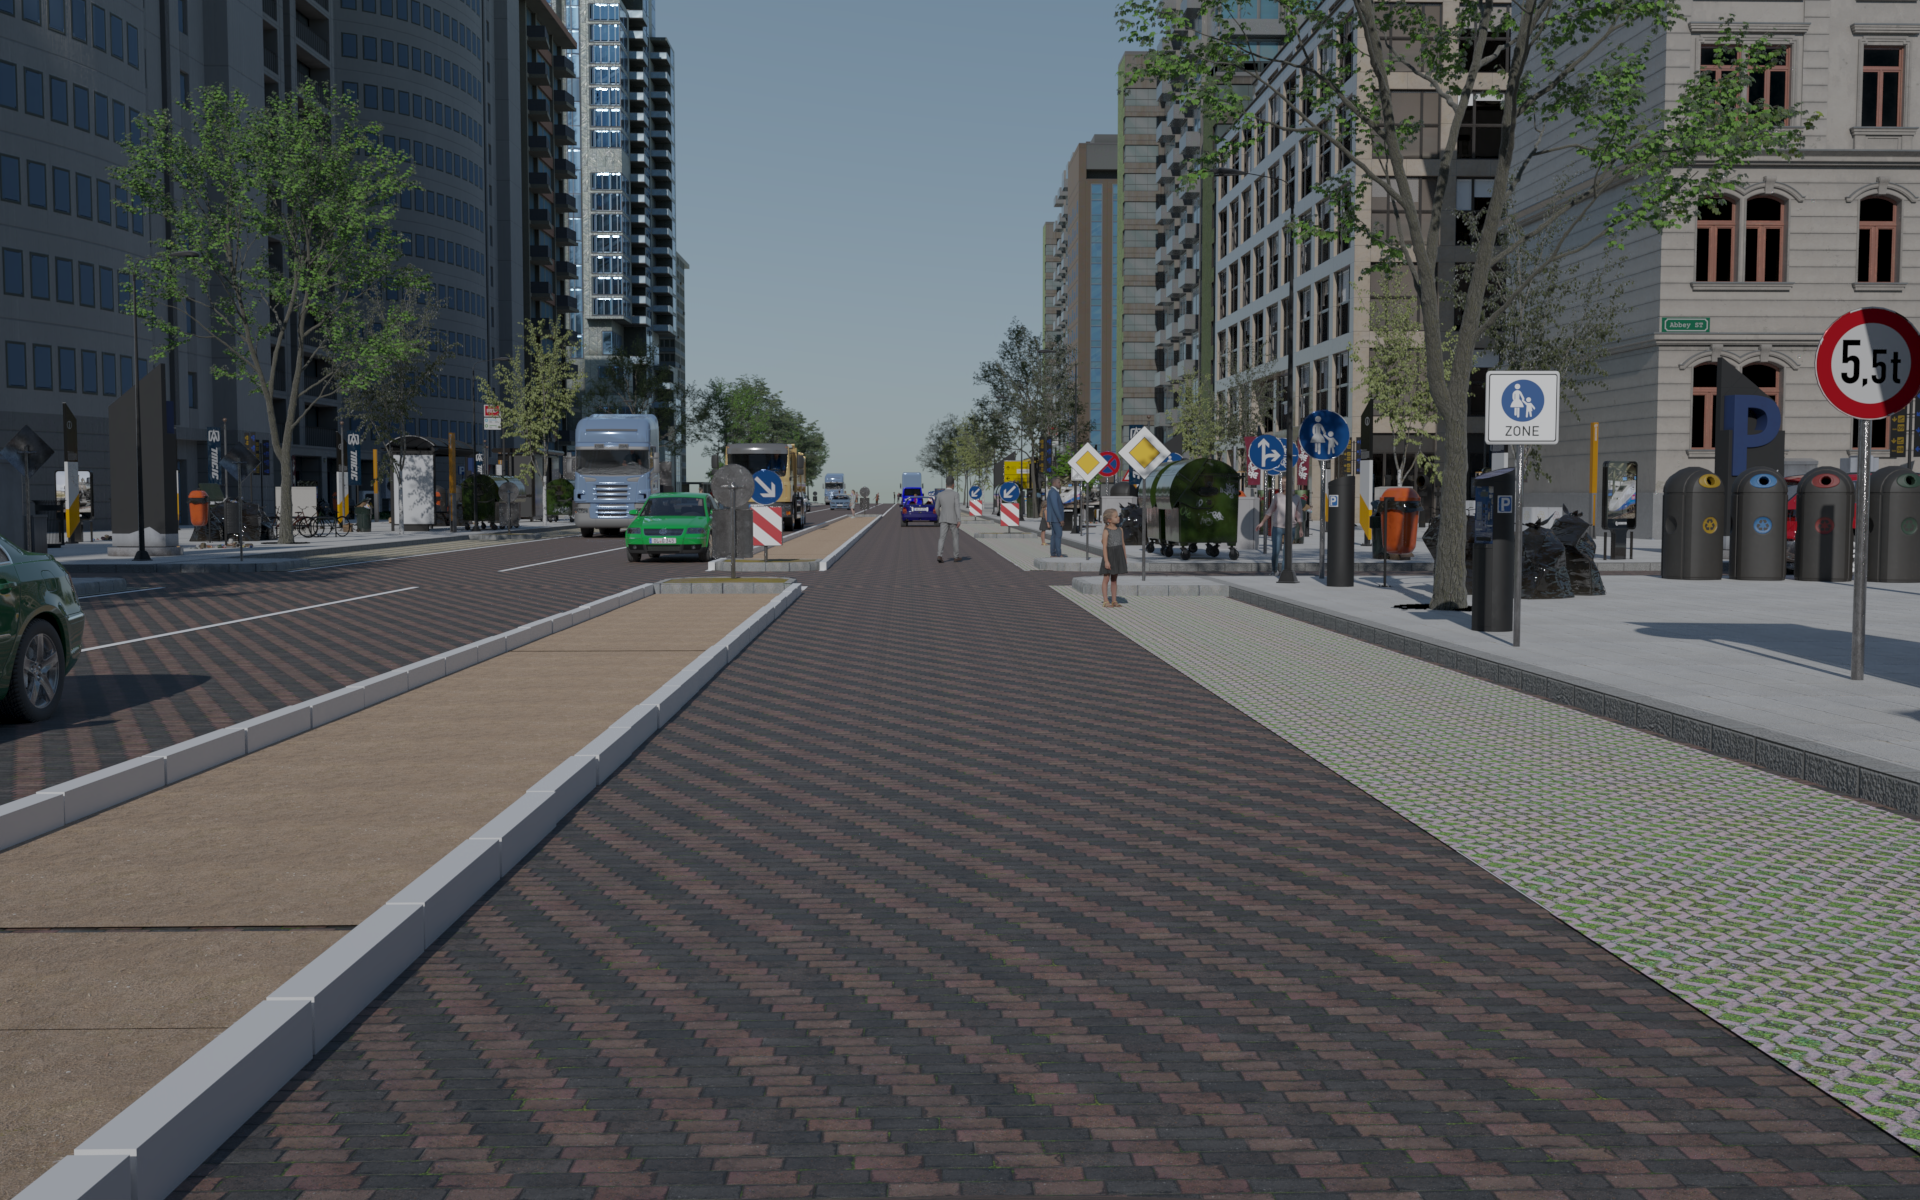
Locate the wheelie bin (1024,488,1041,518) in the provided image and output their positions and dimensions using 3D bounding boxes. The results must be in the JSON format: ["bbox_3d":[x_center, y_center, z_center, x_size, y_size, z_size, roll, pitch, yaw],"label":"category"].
[{"bbox_3d":[3.906,-5.188,92.735,0.980,1.594,0.693,1,4,9],"label":"wheelie bin"}]

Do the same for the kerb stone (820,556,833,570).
[{"bbox_3d":[-2.627,-0.730,34.136,0.120,0.150,1.000,0,4,-2],"label":"kerb stone"}]

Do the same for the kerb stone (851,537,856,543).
[{"bbox_3d":[-3.066,-1.607,48.466,0.120,0.150,1.000,0,4,-2],"label":"kerb stone"}]

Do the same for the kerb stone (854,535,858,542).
[{"bbox_3d":[-3.132,-1.723,50.515,0.120,0.150,1.000,0,4,-2],"label":"kerb stone"}]

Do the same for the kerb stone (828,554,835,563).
[{"bbox_3d":[-2.666,-0.789,35.157,0.120,0.150,1.000,0,4,-2],"label":"kerb stone"}]

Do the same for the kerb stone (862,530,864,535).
[{"bbox_3d":[-3.343,-2.170,57.682,0.120,0.150,1.000,0,4,-2],"label":"kerb stone"}]

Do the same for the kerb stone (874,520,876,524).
[{"bbox_3d":[-3.984,-3.424,78.199,0.120,0.150,1.000,0,4,-2],"label":"kerb stone"}]

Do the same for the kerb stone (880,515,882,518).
[{"bbox_3d":[-4.516,-4.483,95.635,0.120,0.150,1.000,0,4,-2],"label":"kerb stone"}]

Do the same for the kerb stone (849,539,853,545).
[{"bbox_3d":[-3.004,-1.481,46.415,0.120,0.150,1.000,0,4,-2],"label":"kerb stone"}]

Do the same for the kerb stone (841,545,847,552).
[{"bbox_3d":[-2.843,-1.168,41.299,0.120,0.150,1.000,0,4,-2],"label":"kerb stone"}]

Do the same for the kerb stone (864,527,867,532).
[{"bbox_3d":[-3.476,-2.421,61.784,0.120,0.150,1.000,0,4,-2],"label":"kerb stone"}]

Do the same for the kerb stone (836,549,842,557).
[{"bbox_3d":[-2.750,-0.981,38.227,0.120,0.150,1.000,0,4,-2],"label":"kerb stone"}]

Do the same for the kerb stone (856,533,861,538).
[{"bbox_3d":[-3.223,-1.916,53.582,0.120,0.150,1.000,0,4,-2],"label":"kerb stone"}]

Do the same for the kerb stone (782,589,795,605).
[{"bbox_3d":[-2.258,-0.003,22.351,0.120,0.150,1.000,0,4,-2],"label":"kerb stone"}]

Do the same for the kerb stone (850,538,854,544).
[{"bbox_3d":[-3.035,-1.544,47.436,0.120,0.150,1.000,0,4,-2],"label":"kerb stone"}]

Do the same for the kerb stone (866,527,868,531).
[{"bbox_3d":[-3.508,-2.482,62.810,0.120,0.150,1.000,0,4,-2],"label":"kerb stone"}]

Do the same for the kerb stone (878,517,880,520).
[{"bbox_3d":[-4.305,-4.053,88.455,0.120,0.150,1.000,0,4,-2],"label":"kerb stone"}]

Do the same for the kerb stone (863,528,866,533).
[{"bbox_3d":[-3.410,-2.295,59.732,0.120,0.150,1.000,0,4,-2],"label":"kerb stone"}]

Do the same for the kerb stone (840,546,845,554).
[{"bbox_3d":[-2.816,-1.106,40.277,0.120,0.150,1.000,0,4,-2],"label":"kerb stone"}]

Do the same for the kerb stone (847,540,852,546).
[{"bbox_3d":[-2.973,-1.419,45.393,0.120,0.150,1.000,0,4,-2],"label":"kerb stone"}]

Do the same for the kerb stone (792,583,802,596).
[{"bbox_3d":[-2.324,-0.134,24.404,0.120,0.150,1.000,0,4,-2],"label":"kerb stone"}]

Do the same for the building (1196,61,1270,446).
[{"bbox_3d":[23.316,-21.271,119.484,14.160,30.474,14.107,0,4,-2],"label":"building"}]

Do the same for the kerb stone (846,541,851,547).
[{"bbox_3d":[-2.942,-1.356,44.365,0.120,0.150,1.000,0,4,-2],"label":"kerb stone"}]

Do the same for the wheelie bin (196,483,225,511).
[{"bbox_3d":[-22.007,-2.618,50.710,0.693,1.594,0.980,2,4,30],"label":"wheelie bin"}]

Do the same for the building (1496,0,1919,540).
[{"bbox_3d":[30.377,-16.327,54.330,23.554,28.519,14.401,0,4,-2],"label":"building"}]

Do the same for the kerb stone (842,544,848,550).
[{"bbox_3d":[-2.879,-1.226,42.320,0.120,0.150,1.000,0,4,-2],"label":"kerb stone"}]

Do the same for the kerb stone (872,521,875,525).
[{"bbox_3d":[-3.880,-3.237,75.115,0.120,0.150,1.000,0,4,-2],"label":"kerb stone"}]

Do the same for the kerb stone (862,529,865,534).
[{"bbox_3d":[-3.376,-2.233,58.711,0.120,0.150,1.000,0,4,-2],"label":"kerb stone"}]

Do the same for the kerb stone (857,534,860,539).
[{"bbox_3d":[-3.190,-1.849,52.559,0.120,0.150,1.000,0,4,-2],"label":"kerb stone"}]

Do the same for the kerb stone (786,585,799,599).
[{"bbox_3d":[-2.296,-0.070,23.372,0.120,0.150,1.000,0,4,-2],"label":"kerb stone"}]

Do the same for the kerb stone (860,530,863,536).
[{"bbox_3d":[-3.322,-2.108,56.656,0.120,0.150,1.000,0,4,-2],"label":"kerb stone"}]

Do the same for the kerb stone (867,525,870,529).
[{"bbox_3d":[-3.601,-2.671,65.899,0.120,0.150,1.000,0,4,-2],"label":"kerb stone"}]

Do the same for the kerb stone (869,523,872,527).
[{"bbox_3d":[-3.734,-2.924,69.997,0.120,0.150,1.000,0,4,-2],"label":"kerb stone"}]

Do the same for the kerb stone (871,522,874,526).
[{"bbox_3d":[-3.824,-3.111,73.065,0.120,0.150,1.000,0,4,-2],"label":"kerb stone"}]

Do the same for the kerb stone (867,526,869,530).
[{"bbox_3d":[-3.571,-2.610,64.873,0.120,0.150,1.000,0,4,-2],"label":"kerb stone"}]

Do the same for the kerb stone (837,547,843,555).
[{"bbox_3d":[-2.782,-1.043,39.250,0.120,0.150,1.000,0,4,-2],"label":"kerb stone"}]

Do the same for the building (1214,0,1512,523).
[{"bbox_3d":[26.199,-17.604,92.345,19.350,26.468,34.151,0,4,-2],"label":"building"}]

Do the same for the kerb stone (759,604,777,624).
[{"bbox_3d":[-2.169,0.178,19.279,0.120,0.150,1.000,0,4,-2],"label":"kerb stone"}]

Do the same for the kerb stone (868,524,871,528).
[{"bbox_3d":[-3.674,-2.799,67.954,0.120,0.150,1.000,0,4,-2],"label":"kerb stone"}]

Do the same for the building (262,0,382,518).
[{"bbox_3d":[-43.283,-40.021,92.601,20.563,71.187,20.611,0,4,-2],"label":"building"}]

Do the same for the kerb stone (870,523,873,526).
[{"bbox_3d":[-3.752,-2.986,71.019,0.120,0.150,1.000,0,4,-2],"label":"kerb stone"}]

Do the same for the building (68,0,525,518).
[{"bbox_3d":[-44.215,-35.375,120.381,21.231,58.520,28.212,0,4,-2],"label":"building"}]

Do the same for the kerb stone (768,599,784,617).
[{"bbox_3d":[-2.192,0.121,20.307,0.120,0.150,1.000,0,4,-2],"label":"kerb stone"}]

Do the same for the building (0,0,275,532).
[{"bbox_3d":[-40.436,-31.725,60.709,21.231,58.520,28.212,0,4,-2],"label":"building"}]

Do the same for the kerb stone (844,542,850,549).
[{"bbox_3d":[-2.905,-1.293,43.343,0.120,0.150,1.000,0,4,-2],"label":"kerb stone"}]

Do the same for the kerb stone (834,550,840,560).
[{"bbox_3d":[-2.718,-0.918,37.200,0.120,0.150,1.000,0,4,-2],"label":"kerb stone"}]

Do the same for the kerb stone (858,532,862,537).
[{"bbox_3d":[-3.256,-1.983,54.611,0.120,0.150,1.000,0,4,-2],"label":"kerb stone"}]

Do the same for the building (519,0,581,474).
[{"bbox_3d":[-45.445,-30.268,149.511,22.147,44.769,28.867,0,4,-2],"label":"building"}]

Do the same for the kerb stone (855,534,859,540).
[{"bbox_3d":[-3.164,-1.794,51.536,0.120,0.150,1.000,0,4,-2],"label":"kerb stone"}]

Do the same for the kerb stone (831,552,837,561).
[{"bbox_3d":[-2.695,-0.855,36.179,0.120,0.150,1.000,0,4,-2],"label":"kerb stone"}]

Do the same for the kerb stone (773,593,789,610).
[{"bbox_3d":[-2.232,0.053,21.328,0.120,0.150,1.000,0,4,-2],"label":"kerb stone"}]
